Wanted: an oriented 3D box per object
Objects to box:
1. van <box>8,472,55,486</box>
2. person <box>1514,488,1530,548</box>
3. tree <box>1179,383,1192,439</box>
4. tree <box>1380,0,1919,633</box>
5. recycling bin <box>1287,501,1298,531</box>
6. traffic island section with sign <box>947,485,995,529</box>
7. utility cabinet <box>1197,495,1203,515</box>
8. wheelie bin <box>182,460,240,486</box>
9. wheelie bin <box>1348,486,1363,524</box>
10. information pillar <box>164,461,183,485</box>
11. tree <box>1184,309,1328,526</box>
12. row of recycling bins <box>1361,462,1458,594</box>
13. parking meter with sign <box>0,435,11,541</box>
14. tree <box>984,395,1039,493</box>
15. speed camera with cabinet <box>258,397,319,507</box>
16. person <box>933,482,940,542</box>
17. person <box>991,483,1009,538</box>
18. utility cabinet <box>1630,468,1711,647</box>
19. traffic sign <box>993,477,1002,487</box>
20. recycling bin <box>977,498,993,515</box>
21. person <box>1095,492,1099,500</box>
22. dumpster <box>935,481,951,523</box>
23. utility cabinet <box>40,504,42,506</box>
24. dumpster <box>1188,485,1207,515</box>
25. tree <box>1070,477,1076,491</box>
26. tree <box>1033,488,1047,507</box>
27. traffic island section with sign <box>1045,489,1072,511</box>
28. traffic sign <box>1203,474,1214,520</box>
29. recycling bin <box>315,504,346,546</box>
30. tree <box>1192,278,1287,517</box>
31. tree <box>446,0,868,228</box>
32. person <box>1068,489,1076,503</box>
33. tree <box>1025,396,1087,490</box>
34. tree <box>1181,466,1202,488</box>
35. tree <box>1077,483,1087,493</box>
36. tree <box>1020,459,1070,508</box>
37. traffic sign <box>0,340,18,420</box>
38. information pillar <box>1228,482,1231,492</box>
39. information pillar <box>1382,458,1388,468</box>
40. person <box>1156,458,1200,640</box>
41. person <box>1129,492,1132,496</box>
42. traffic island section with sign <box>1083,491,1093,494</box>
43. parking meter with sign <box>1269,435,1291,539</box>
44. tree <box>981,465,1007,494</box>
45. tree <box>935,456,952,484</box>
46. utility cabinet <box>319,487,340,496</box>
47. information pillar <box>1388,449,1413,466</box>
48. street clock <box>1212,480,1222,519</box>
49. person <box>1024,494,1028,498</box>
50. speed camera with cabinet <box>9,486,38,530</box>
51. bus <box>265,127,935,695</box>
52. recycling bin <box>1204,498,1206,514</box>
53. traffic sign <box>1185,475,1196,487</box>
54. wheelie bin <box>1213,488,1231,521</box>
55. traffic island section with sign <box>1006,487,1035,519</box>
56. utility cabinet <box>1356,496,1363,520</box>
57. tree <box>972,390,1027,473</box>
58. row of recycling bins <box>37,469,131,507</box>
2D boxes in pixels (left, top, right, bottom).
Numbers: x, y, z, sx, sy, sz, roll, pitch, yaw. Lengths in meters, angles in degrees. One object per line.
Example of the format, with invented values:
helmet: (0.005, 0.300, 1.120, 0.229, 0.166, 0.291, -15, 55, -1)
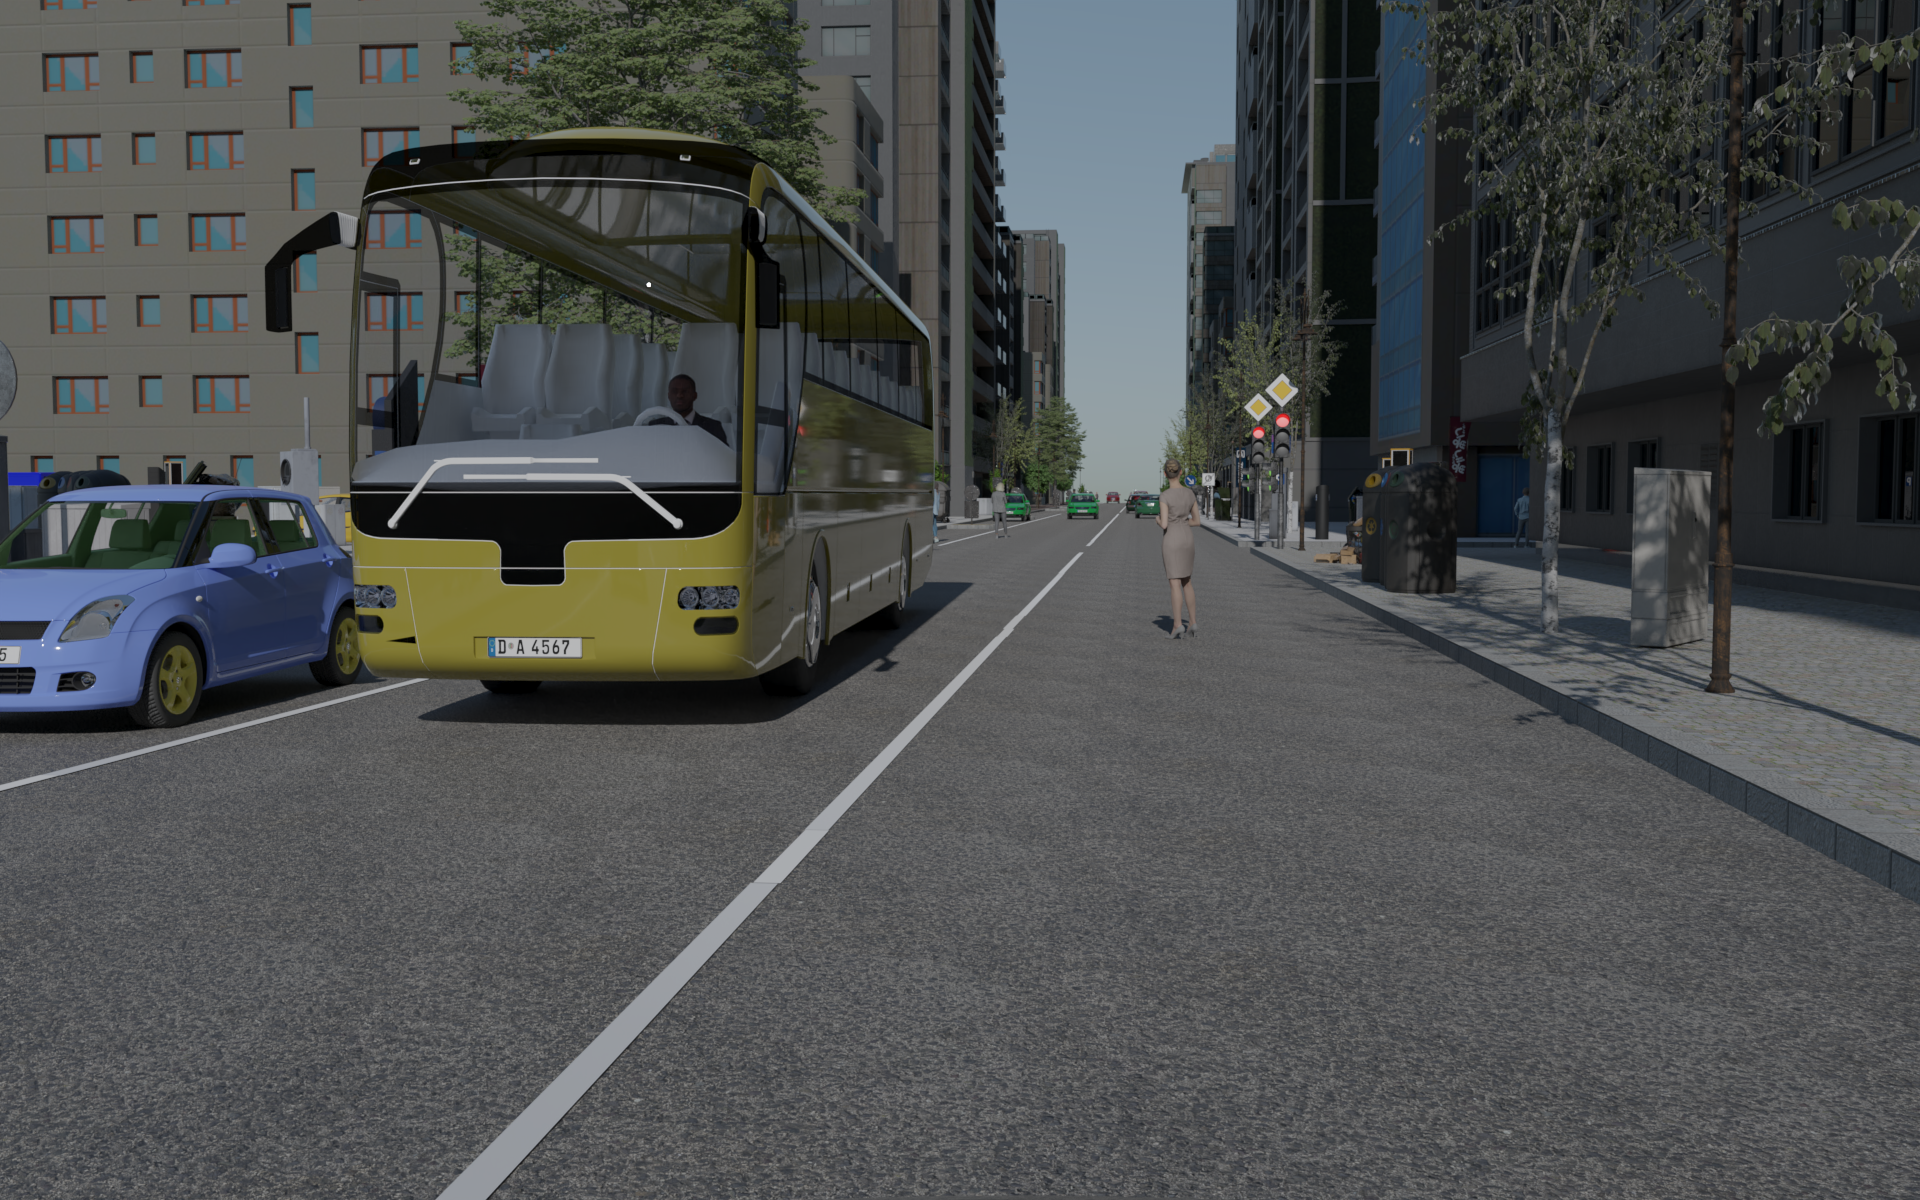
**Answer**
van: (-27.549, -2.705, 48.605, 5.245, 2.365, 2.240, 0, 4, 7)
person: (14.722, -2.127, 45.084, 0.589, 1.601, 0.330, 3, 4, 38)
tree: (14.633, -9.082, 98.845, 4.360, 8.622, 3.978, 0, 3, 0)
tree: (5.712, -4.007, 15.869, 4.360, 8.622, 3.978, 0, 3, 0)
recycling bin: (11.312, -2.902, 60.000, 0.722, 1.027, 0.722, 0, 4, 4)
traffic island section with sign: (0.527, -3.890, 72.227, 1.989, 1.847, 2.006, 0, 4, 6)
utility cabinet: (14.780, -5.840, 106.651, 0.306, 1.237, 1.020, 1, 4, 14)
wheelie bin: (-7.218, -0.528, 16.540, 0.693, 1.594, 0.980, -1, 4, -21)
wheelie bin: (15.807, -3.737, 69.007, 0.693, 1.594, 0.980, 1, 4, 9)
information pillar: (-17.778, -2.124, 39.215, 0.304, 2.012, 0.304, -3, 5, -45)
tree: (12.279, -7.287, 69.504, 4.737, 8.622, 4.395, 0, 3, 0)
row of recycling bins: (6.219, -1.029, 23.932, 1.069, 1.692, 3.534, 0, 4, 7)
parking meter with sign: (-11.637, -1.481, 20.481, 0.543, 3.016, 1.738, 1, 4, 13)
tree: (3.785, -10.952, 129.432, 4.737, 8.622, 4.395, 0, 3, 0)
speed camera with cabinet: (-13.975, -2.545, 35.939, 0.660, 3.252, 2.038, -3, 5, -42)
person: (-0.775, -2.606, 51.369, 0.793, 1.790, 0.793, -1, 4, -12)
person: (1.283, -2.904, 56.162, 0.537, 1.800, 0.526, 2, 4, 26)
utility cabinet: (6.090, -0.374, 14.791, 0.318, 1.500, 1.173, 3, 4, 39)
traffic sign: (2.289, -6.343, 105.838, 0.606, 2.300, 0.079, 0, 4, 8)
recycling bin: (1.492, -5.631, 104.629, 0.722, 1.027, 0.722, 3, 4, 36)
person: (21.289, -15.888, 268.794, 0.617, 1.759, 0.750, -1, 4, -12)
dumpster: (-1.110, -4.318, 76.360, 1.264, 1.857, 1.865, 0, 4, 6)
utility cabinet: (-7.301, -0.213, 14.640, 1.020, 1.237, 0.306, 2, 4, 27)
dumpster: (14.834, -6.292, 108.627, 1.264, 1.857, 1.865, 0, 4, 6)
tree: (13.162, -14.526, 221.214, 4.285, 4.588, 4.351, 0, 3, 0)
tree: (8.439, -11.269, 178.850, 1.663, 3.219, 1.824, 0, 3, 0)
traffic island section with sign: (8.334, -8.557, 148.536, 1.989, 1.847, 2.006, 0, 4, 6)
traffic sign: (12.304, -5.118, 85.810, 0.606, 2.300, 0.079, 1, 4, 12)
recycling bin: (-15.659, -1.843, 42.686, 0.722, 1.027, 0.722, 2, 4, 26)
tree: (10.715, -6.526, 57.058, 4.360, 8.622, 3.978, 0, 3, 0)
tree: (-5.396, -6.916, 31.198, 7.486, 12.596, 7.792, 0, 3, 0)
person: (7.436, -6.387, 113.276, 0.623, 1.781, 0.721, -1, 4, -23)
tree: (11.411, -17.269, 200.477, 7.486, 12.596, 7.792, 0, 3, 0)
tree: (16.093, -7.680, 120.168, 1.663, 3.219, 1.824, 0, 3, 0)
tree: (19.891, -17.500, 280.730, 1.663, 3.219, 1.824, 0, 3, 0)
tree: (7.228, -10.887, 161.709, 4.285, 4.588, 4.351, 0, 3, 0)
traffic sign: (-7.651, -0.816, 13.451, 0.768, 2.556, 0.104, 1, 4, 13)
information pillar: (16.343, -6.135, 104.799, 0.304, 2.012, 0.304, 0, 4, 8)
information pillar: (8.823, -1.895, 35.480, 0.304, 2.012, 0.304, 2, 4, 26)
person: (2.136, -0.505, 17.090, 0.599, 1.781, 0.374, -2, 4, -35)
person: (24.838, -14.818, 251.438, 0.551, 1.740, 0.621, -1, 4, -22)
traffic island section with sign: (19.528, -15.230, 257.642, 1.989, 1.847, 2.006, 0, 4, 6)
parking meter with sign: (9.200, -3.287, 49.997, 0.543, 3.016, 1.738, 1, 4, 14)
tree: (2.480, -7.389, 115.416, 1.663, 3.219, 1.824, 0, 3, 0)
tree: (-1.374, -5.653, 87.023, 1.663, 3.219, 1.824, 0, 3, 0)
utility cabinet: (-18.871, -2.586, 50.967, 1.173, 1.500, 0.318, -3, 5, -41)
information pillar: (7.156, -1.444, 28.105, 0.304, 2.012, 0.304, 2, 4, 25)
street clock: (12.950, -5.065, 87.376, 0.471, 2.002, 0.358, 2, 4, 27)
person: (7.399, -11.991, 204.186, 1.348, 1.869, 0.705, -1, 4, -19)
speed camera with cabinet: (-18.976, -2.402, 33.601, 2.038, 3.252, 0.660, 0, 4, 5)
bus: (-2.005, -1.473, 15.627, 2.896, 3.916, 12.252, 0, 4, 4)
recycling bin: (15.592, -6.110, 112.452, 0.722, 1.027, 0.722, -1, 4, -11)
traffic sign: (15.413, -7.081, 115.879, 0.768, 2.556, 0.104, 0, 4, 7)
wheelie bin: (12.615, -4.607, 83.230, 0.980, 1.594, 0.693, -1, 4, -23)
traffic island section with sign: (3.264, -5.530, 99.043, 1.989, 1.847, 2.006, 0, 4, 6)
utility cabinet: (12.337, -2.502, 52.076, 0.306, 1.237, 1.020, -1, 4, -22)
tree: (2.585, -10.468, 121.514, 4.360, 8.622, 3.978, 0, 3, 0)
row of recycling bins: (-15.199, -1.409, 30.152, 1.069, 1.692, 3.534, -3, 5, -39)
